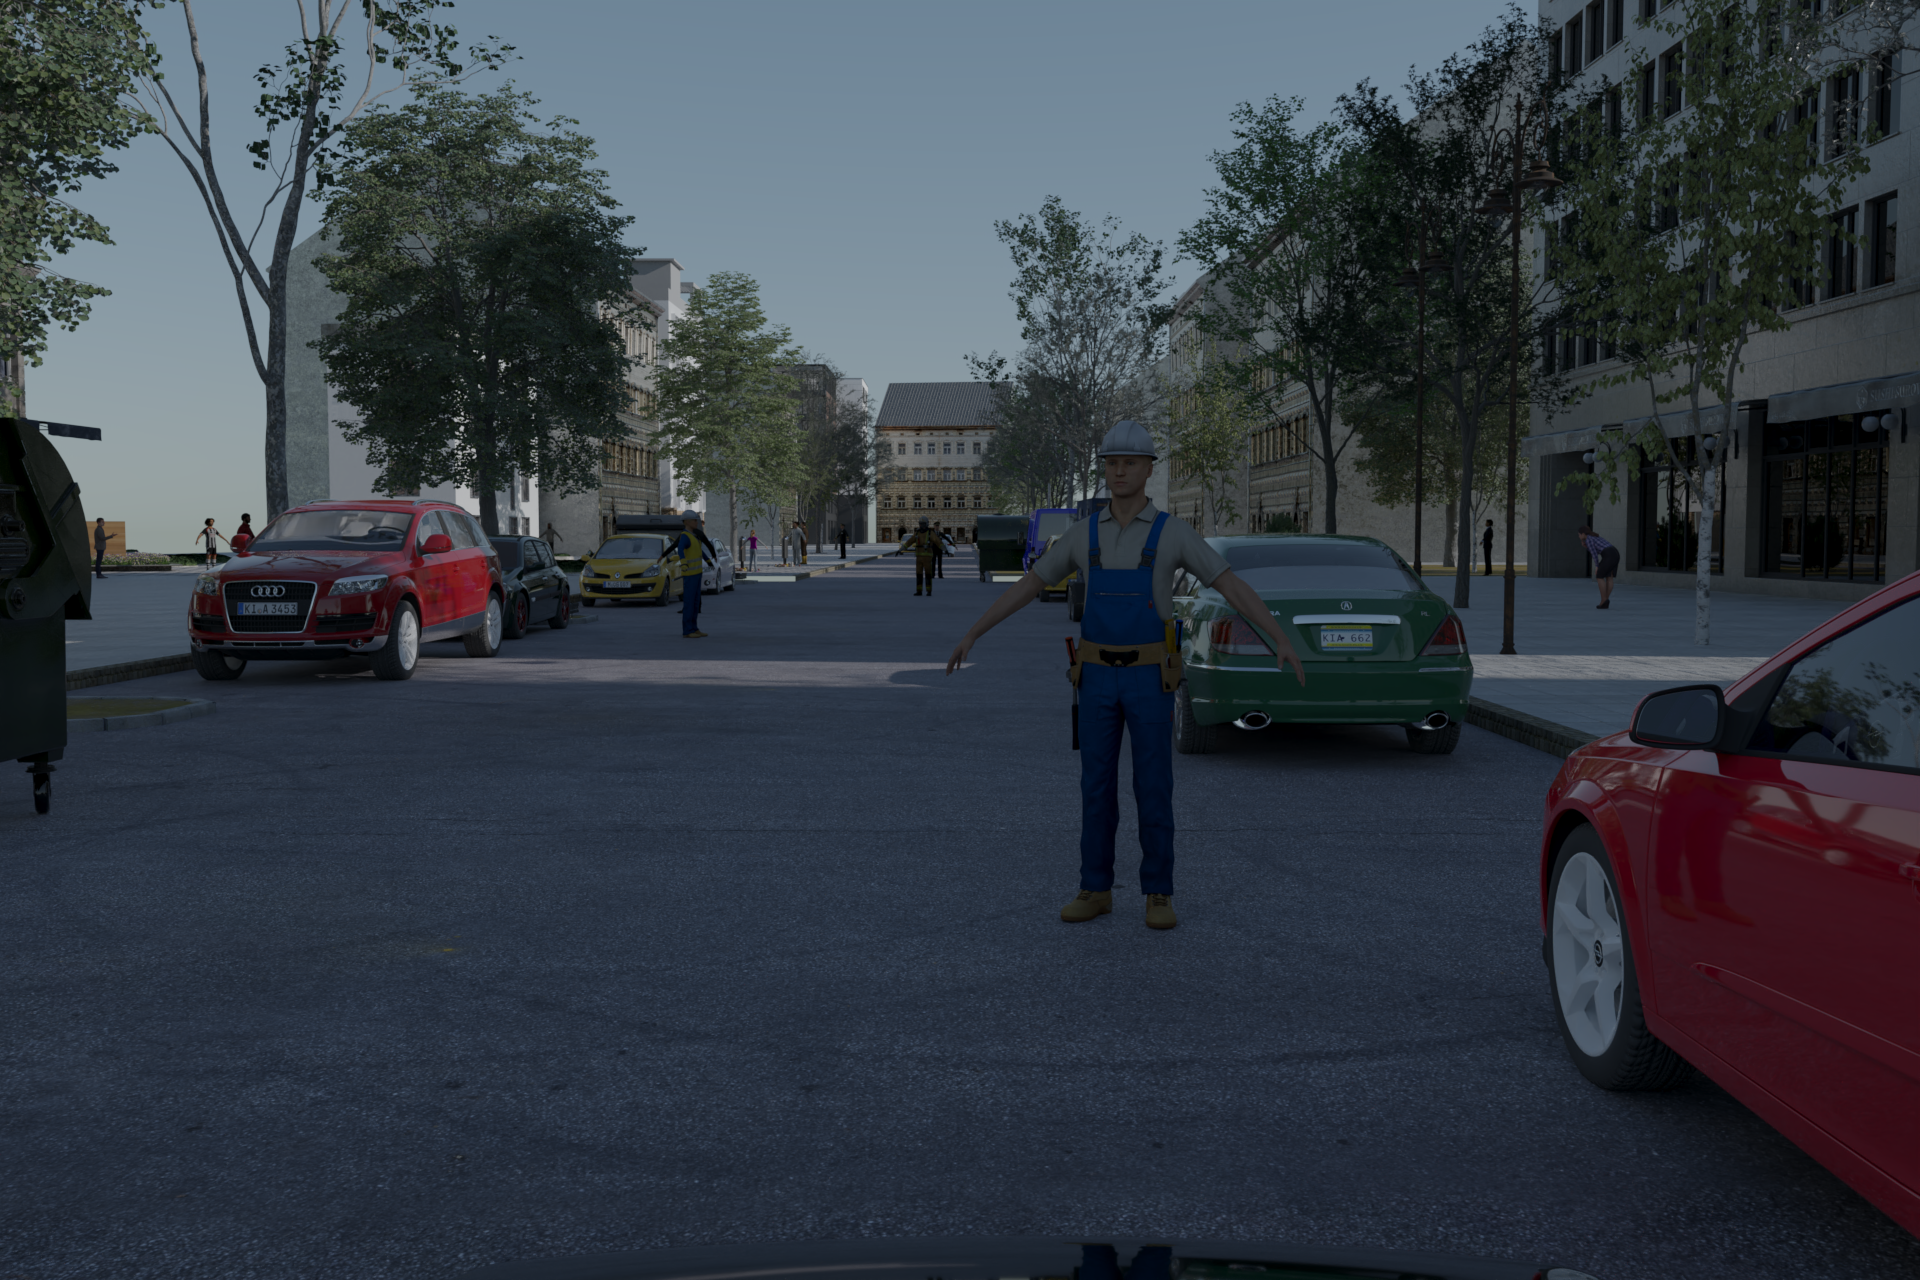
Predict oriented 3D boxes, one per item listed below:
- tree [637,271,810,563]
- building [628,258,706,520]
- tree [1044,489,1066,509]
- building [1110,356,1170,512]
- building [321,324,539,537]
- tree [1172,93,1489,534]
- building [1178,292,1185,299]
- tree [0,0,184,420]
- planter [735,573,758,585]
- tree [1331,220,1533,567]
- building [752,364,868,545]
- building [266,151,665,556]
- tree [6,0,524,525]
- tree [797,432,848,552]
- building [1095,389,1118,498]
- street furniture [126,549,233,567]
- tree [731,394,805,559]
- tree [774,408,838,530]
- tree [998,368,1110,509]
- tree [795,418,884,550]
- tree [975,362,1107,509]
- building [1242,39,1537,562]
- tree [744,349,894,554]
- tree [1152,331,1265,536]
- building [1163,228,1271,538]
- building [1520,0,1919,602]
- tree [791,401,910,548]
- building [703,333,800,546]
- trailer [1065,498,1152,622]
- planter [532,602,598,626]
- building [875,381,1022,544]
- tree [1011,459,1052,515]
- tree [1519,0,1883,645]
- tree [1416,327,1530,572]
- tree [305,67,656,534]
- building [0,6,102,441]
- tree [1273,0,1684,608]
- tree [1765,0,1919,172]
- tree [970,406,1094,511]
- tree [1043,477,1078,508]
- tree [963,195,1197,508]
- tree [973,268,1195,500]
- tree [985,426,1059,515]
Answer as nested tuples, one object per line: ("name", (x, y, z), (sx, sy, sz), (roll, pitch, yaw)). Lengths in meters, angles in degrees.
("tree", (-10.315, -9.618, 75.388), (7.486, 12.596, 7.792), (0, 3, 0))
("building", (-24.571, -16.129, 120.129), (16.016, 20.090, 11.380), (0, 4, 0))
("tree", (13.476, -17.915, 243.273), (4.360, 8.622, 3.978), (0, 3, 0))
("building", (26.432, -21.908, 189.120), (19.493, 23.208, 18.063), (0, 4, 1))
("building", (-24.699, -8.629, 83.236), (9.099, 9.664, 28.070), (0, 4, 0))
("tree", (8.792, -7.063, 41.228), (9.928, 11.665, 9.643), (0, 3, 0))
("building", (22.106, -17.115, 136.255), (16.016, 20.090, 11.380), (0, 3, 0))
("tree", (-13.025, -6.770, 17.344), (9.857, 13.997, 8.962), (0, 3, 0))
("planter", (-6.887, -1.768, 50.049), (1.991, 0.319, 1.994), (0, 3, 0))
("tree", (19.037, -9.809, 67.032), (9.857, 13.997, 8.962), (0, 3, 0))
("building", (-26.667, -23.268, 224.405), (27.936, 21.610, 32.646), (0, 3, 0))
("building", (-29.697, -16.939, 107.877), (19.493, 23.208, 18.063), (0, 4, 1))
("tree", (-13.524, -10.776, 32.070), (12.611, 20.169, 13.585), (0, 3, 0))
("tree", (-9.839, -10.537, 122.640), (4.737, 8.622, 4.395), (0, 3, 0))
("building", (22.542, -22.379, 222.323), (16.016, 20.090, 11.380), (0, 4, 0))
("street furniture", (-33.348, -3.422, 71.570), (5.734, 0.657, 10.072), (-1, 4, -8))
("tree", (-9.623, -8.390, 87.535), (4.737, 8.622, 4.395), (0, 3, 0))
("tree", (-9.215, -9.245, 101.523), (4.360, 8.622, 3.978), (0, 3, 0))
("tree", (6.061, -11.195, 108.789), (9.928, 11.665, 9.643), (0, 3, 0))
("tree", (-9.533, -12.429, 137.631), (7.601, 10.594, 8.767), (-1, 4, -11))
("tree", (6.319, -12.883, 121.010), (12.009, 13.543, 11.850), (0, 3, 0))
("building", (25.162, -15.632, 86.513), (19.493, 23.208, 18.063), (0, 4, 1))
("tree", (-9.439, -12.470, 114.249), (12.009, 13.543, 11.850), (0, 3, 0))
("tree", (8.976, -6.802, 61.568), (4.737, 8.622, 4.395), (0, 3, 0))
("building", (23.823, -17.198, 112.121), (19.493, 23.208, 18.063), (0, 4, 0))
("building", (26.292, -14.057, 32.000), (24.374, 26.755, 37.873), (0, 3, 0))
("tree", (-9.645, -15.086, 157.030), (12.009, 13.543, 11.850), (0, 3, 0))
("building", (-28.033, -21.944, 189.709), (19.493, 23.208, 18.063), (0, 3, 0))
("trailer", (2.516, -1.361, 29.298), (1.471, 1.999, 3.904), (0, 4, -1))
("planter", (-6.970, -0.427, 28.121), (1.991, 0.319, 1.994), (0, 3, 0))
("building", (-1.281, -25.393, 248.561), (18.063, 23.208, 19.493), (1, 4, 10))
("tree", (6.324, -12.117, 148.473), (4.360, 8.622, 3.978), (0, 3, 0))
("tree", (8.614, -4.260, 20.019), (4.737, 8.622, 4.395), (0, 3, 0))
("tree", (17.282, -6.574, 57.853), (4.360, 8.622, 3.978), (0, 3, 0))
("tree", (-13.012, -8.596, 47.203), (9.857, 13.997, 8.962), (0, 3, 0))
("building", (-31.976, -18.180, 43.360), (12.429, 33.558, 17.177), (0, 4, 0))
("tree", (9.044, -5.837, 29.854), (7.601, 10.594, 8.767), (-1, 4, -17))
("tree", (8.796, -6.181, 11.430), (12.009, 13.543, 11.850), (0, 3, 0))
("tree", (6.049, -13.946, 138.394), (12.009, 13.543, 11.850), (0, 3, 0))
("tree", (14.179, -19.298, 249.941), (7.601, 10.594, 8.767), (0, 4, 1))
("tree", (6.582, -14.637, 95.202), (12.611, 20.169, 13.585), (0, 3, 0))
("tree", (5.881, -10.346, 79.527), (12.009, 13.543, 11.850), (0, 3, 0))
("tree", (5.648, -14.536, 155.791), (7.486, 12.596, 7.792), (0, 3, 0))
